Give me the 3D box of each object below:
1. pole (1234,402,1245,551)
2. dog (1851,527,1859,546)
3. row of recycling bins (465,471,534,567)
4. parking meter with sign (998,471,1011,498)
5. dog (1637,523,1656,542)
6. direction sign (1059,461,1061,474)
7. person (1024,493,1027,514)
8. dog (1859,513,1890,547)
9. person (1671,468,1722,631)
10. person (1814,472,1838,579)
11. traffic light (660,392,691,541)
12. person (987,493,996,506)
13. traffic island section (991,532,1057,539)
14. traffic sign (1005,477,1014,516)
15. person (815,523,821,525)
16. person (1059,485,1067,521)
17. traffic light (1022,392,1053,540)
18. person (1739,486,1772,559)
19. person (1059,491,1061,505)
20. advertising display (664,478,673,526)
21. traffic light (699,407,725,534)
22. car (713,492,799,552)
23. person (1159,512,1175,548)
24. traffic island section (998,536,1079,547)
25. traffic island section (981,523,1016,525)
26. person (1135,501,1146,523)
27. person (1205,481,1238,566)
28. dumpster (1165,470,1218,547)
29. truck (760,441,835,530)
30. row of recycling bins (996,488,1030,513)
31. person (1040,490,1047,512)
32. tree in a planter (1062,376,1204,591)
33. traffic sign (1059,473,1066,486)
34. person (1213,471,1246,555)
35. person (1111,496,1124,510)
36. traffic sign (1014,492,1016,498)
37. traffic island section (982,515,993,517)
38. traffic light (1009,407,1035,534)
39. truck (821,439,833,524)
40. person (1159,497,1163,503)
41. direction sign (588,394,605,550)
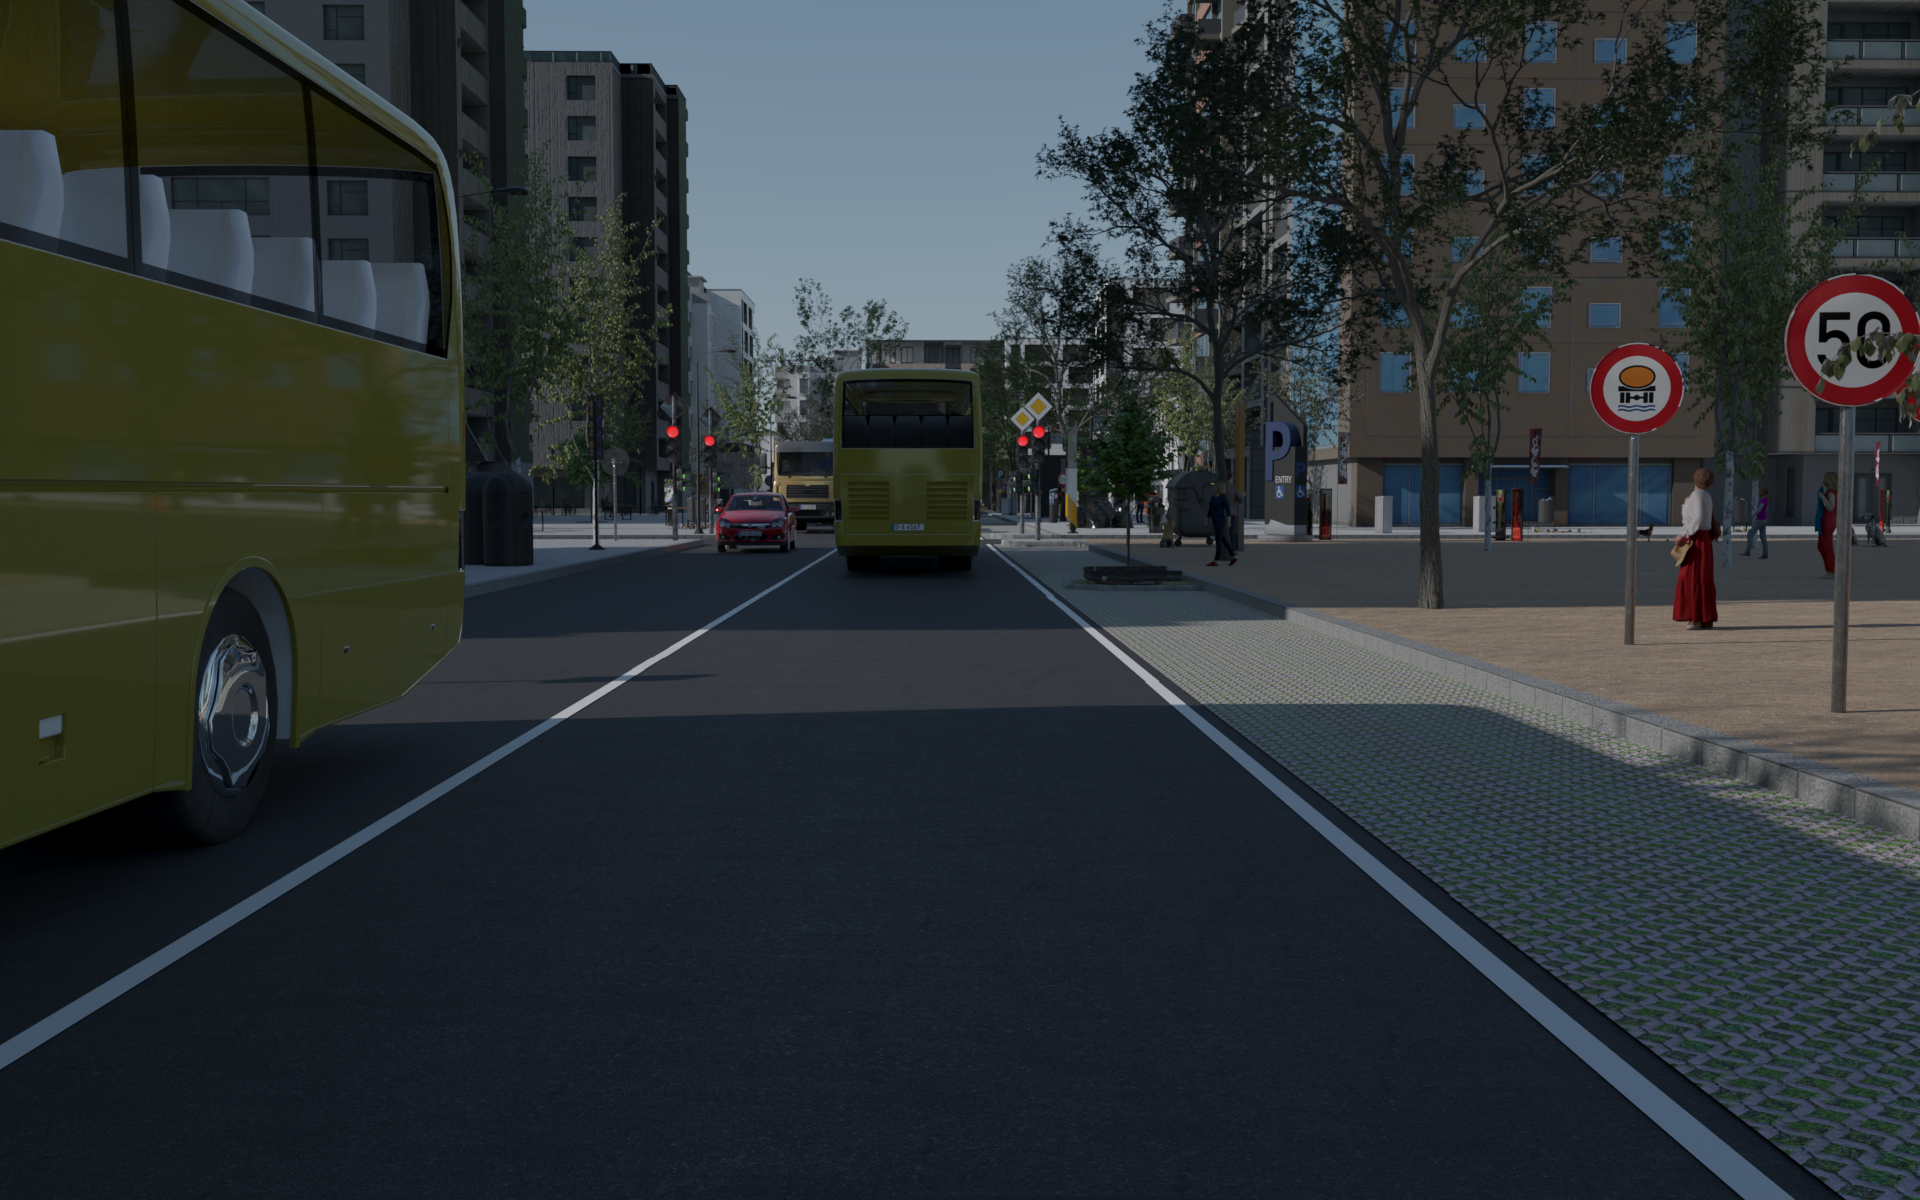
[{"bbox_3d":[6.249,-2.743,38.687,0.158,3.312,0.155,0,3,0],"label":"pole"},{"bbox_3d":[22.077,-1.736,42.762,0.800,0.831,0.513,0,4,5],"label":"dog"},{"bbox_3d":[-8.894,-1.528,32.092,1.069,1.692,3.534,-2,4,-35],"label":"row of recycling bins"},{"bbox_3d":[3.505,-8.112,128.884,0.543,3.016,1.738,2,4,34],"label":"parking meter with sign"},{"bbox_3d":[18.213,-1.795,46.180,0.540,0.507,0.406,-1,4,-18],"label":"dog"},{"bbox_3d":[5.691,-6.920,105.140,0.876,3.537,0.379,1,4,10],"label":"direction sign"},{"bbox_3d":[4.381,-6.498,113.093,0.742,1.727,0.445,3,5,41],"label":"person"},{"bbox_3d":[22.267,-1.682,41.878,0.800,0.831,0.513,2,4,30],"label":"dog"},{"bbox_3d":[6.985,-0.483,16.413,0.387,1.526,0.523,3,5,39],"label":"person"},{"bbox_3d":[13.070,-1.125,26.149,0.593,1.614,0.444,-3,4,-36],"label":"person"},{"bbox_3d":[-7.838,-3.593,47.672,0.839,4.253,0.868,0,4,-1],"label":"traffic light"},{"bbox_3d":[3.342,-10.690,181.530,1.217,1.736,0.721,-2,4,-34],"label":"person"},{"bbox_3d":[2.032,-2.061,55.973,2.009,0.180,2.903,0,4,-1],"label":"traffic island section"},{"bbox_3d":[3.073,-6.283,102.736,0.884,2.594,0.081,0,4,6],"label":"traffic sign"},{"bbox_3d":[-6.531,-4.338,79.581,0.789,1.805,0.875,-2,4,-25],"label":"person"},{"bbox_3d":[4.906,-4.562,81.434,0.445,1.727,0.742,0,4,-4],"label":"person"},{"bbox_3d":[2.141,-3.606,47.875,0.839,4.253,0.868,0,4,-1],"label":"traffic light"},{"bbox_3d":[15.657,-1.523,34.178,0.776,1.435,0.726,2,4,33],"label":"person"},{"bbox_3d":[11.990,-12.383,210.924,1.348,1.831,0.705,2,4,31],"label":"person"},{"bbox_3d":[-11.565,-3.915,69.232,0.123,1.923,0.974,-2,4,-35],"label":"advertising display"},{"bbox_3d":[-7.987,-4.082,55.656,0.839,4.253,0.868,0,4,-1],"label":"traffic light"},{"bbox_3d":[-5.138,-2.135,43.943,2.155,1.783,4.494,0,4,-2],"label":"car"},{"bbox_3d":[4.966,-1.685,41.522,0.347,0.859,0.695,0,4,-3],"label":"person"},{"bbox_3d":[2.182,-1.572,47.989,2.009,0.180,2.903,0,4,-1],"label":"traffic island section"},{"bbox_3d":[1.564,-3.533,80.633,1.991,0.108,1.994,0,4,-1],"label":"traffic island section"},{"bbox_3d":[8.177,-4.308,77.009,0.750,1.759,0.617,-2,4,-24],"label":"person"},{"bbox_3d":[4.670,-1.364,30.879,0.613,1.512,0.480,-3,5,-42],"label":"person"},{"bbox_3d":[5.789,-2.257,42.656,1.264,1.857,1.865,0,4,-1],"label":"dumpster"},{"bbox_3d":[-5.534,-4.289,66.045,3.469,3.379,9.791,0,4,-1],"label":"truck"},{"bbox_3d":[4.019,-6.637,115.626,3.534,1.692,1.069,2,4,24],"label":"row of recycling bins"},{"bbox_3d":[3.959,-4.627,84.396,0.600,1.496,0.574,0,4,3],"label":"person"},{"bbox_3d":[2.578,-1.781,26.339,1.991,3.239,1.994,0,4,-1],"label":"tree in a planter"},{"bbox_3d":[6.217,-6.386,104.522,0.768,2.556,0.104,0,4,1],"label":"traffic sign"},{"bbox_3d":[5.682,-1.837,36.605,0.617,1.759,0.750,2,4,25],"label":"person"},{"bbox_3d":[7.276,-4.468,79.918,0.655,1.722,0.431,-1,4,-17],"label":"person"},{"bbox_3d":[3.438,-6.615,108.264,0.768,2.556,0.104,0,4,4],"label":"traffic sign"},{"bbox_3d":[1.059,-5.196,107.812,1.991,0.108,1.994,0,4,-1],"label":"traffic island section"},{"bbox_3d":[1.992,-4.094,55.858,0.839,4.253,0.868,0,4,-1],"label":"traffic light"},{"bbox_3d":[-5.586,-6.135,90.068,2.967,4.110,18.799,0,4,0],"label":"truck"},{"bbox_3d":[10.702,-5.250,95.067,0.799,1.438,0.628,-1,4,-14],"label":"person"},{"bbox_3d":[-8.356,-2.920,39.739,0.379,3.537,0.876,-2,4,-32],"label":"direction sign"}]
